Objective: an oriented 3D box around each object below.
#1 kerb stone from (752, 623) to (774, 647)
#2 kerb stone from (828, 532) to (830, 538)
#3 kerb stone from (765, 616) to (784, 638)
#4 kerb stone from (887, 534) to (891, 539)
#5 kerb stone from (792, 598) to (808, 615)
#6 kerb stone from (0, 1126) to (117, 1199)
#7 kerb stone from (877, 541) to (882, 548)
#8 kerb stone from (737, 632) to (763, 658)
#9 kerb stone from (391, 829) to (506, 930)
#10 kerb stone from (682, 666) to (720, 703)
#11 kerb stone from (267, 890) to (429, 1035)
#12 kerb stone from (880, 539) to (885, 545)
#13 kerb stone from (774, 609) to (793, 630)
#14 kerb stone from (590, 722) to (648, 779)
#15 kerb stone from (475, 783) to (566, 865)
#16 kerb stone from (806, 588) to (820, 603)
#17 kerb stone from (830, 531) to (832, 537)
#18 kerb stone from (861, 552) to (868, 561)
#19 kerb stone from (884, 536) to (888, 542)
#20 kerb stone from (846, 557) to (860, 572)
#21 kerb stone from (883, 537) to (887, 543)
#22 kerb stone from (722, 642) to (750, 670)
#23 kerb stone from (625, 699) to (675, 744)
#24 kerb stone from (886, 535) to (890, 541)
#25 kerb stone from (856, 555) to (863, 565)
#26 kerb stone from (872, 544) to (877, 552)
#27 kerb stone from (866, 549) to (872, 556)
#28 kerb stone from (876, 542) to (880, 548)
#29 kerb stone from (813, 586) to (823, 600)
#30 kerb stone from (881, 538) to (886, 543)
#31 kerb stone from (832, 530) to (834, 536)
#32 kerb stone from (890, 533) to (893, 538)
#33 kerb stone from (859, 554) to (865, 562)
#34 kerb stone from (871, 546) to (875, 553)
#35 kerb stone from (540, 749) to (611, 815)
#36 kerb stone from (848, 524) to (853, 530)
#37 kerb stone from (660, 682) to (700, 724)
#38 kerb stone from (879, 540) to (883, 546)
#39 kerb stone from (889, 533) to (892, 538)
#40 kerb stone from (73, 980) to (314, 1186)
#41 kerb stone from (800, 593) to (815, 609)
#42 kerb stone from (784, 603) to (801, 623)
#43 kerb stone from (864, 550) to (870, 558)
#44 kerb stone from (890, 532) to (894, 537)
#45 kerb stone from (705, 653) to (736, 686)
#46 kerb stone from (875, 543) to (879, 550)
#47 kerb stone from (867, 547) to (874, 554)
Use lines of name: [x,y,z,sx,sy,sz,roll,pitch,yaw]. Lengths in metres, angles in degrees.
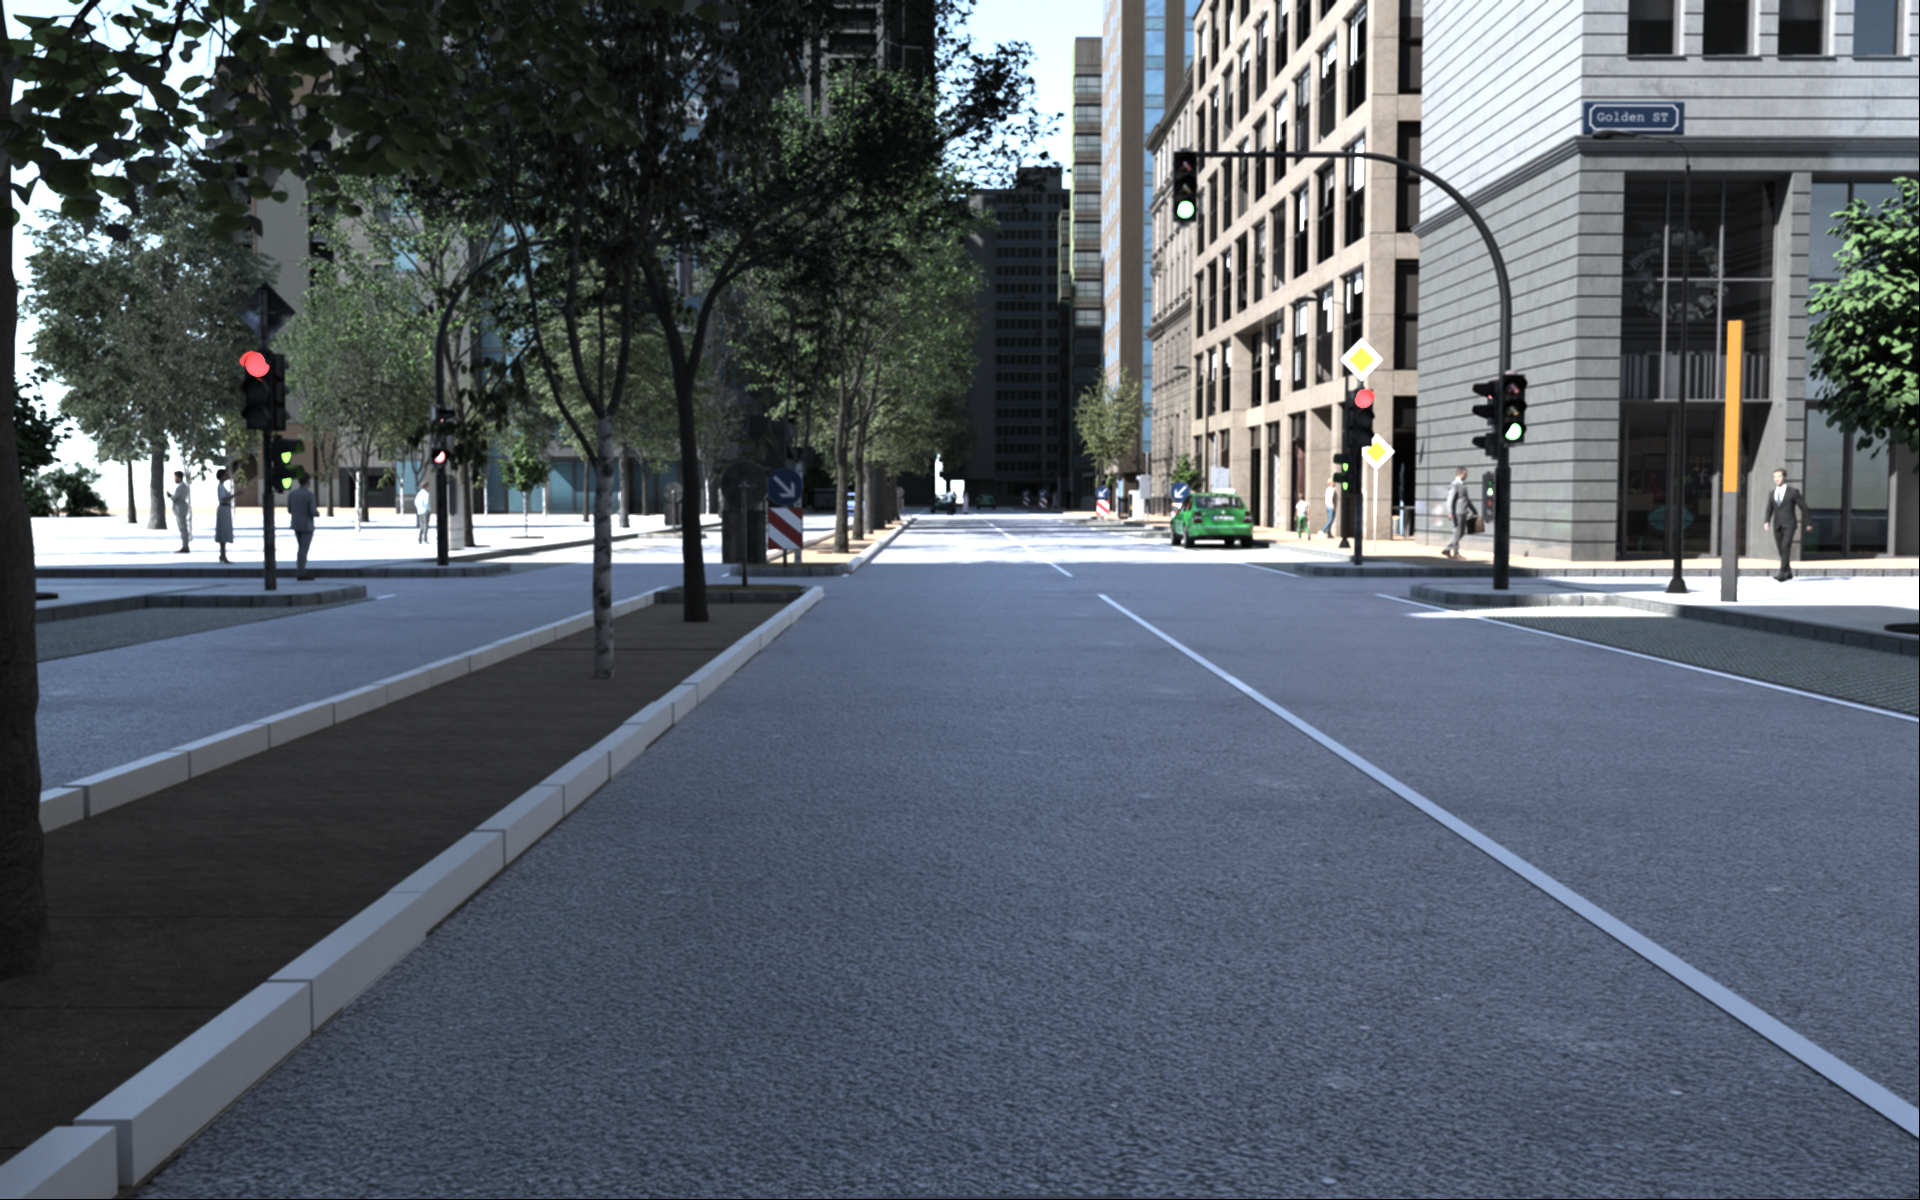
kerb stone: [-1.886,0.358,16.349,0.120,0.150,1.000,0,4,-1]
kerb stone: [-4.360,-2.058,55.850,0.120,0.150,1.000,0,4,-1]
kerb stone: [-1.896,0.297,17.371,0.120,0.150,1.000,0,4,-1]
kerb stone: [-2.218,-1.810,51.789,0.120,0.150,1.000,0,4,-1]
kerb stone: [-1.925,0.107,20.451,0.120,0.150,1.000,0,4,-1]
kerb stone: [-1.768,1.173,3.019,0.120,0.150,1.000,0,4,-1]
kerb stone: [-2.156,-1.367,44.607,0.120,0.150,1.000,0,4,-1]
kerb stone: [-1.882,0.421,15.322,0.120,0.150,1.000,0,4,-1]
kerb stone: [-1.796,0.988,6.101,0.120,0.150,1.000,0,4,-1]
kerb stone: [-1.843,0.608,12.250,0.120,0.150,1.000,0,4,-1]
kerb stone: [-1.776,1.047,5.079,0.120,0.150,1.000,0,4,-1]
kerb stone: [-2.172,-1.496,46.660,0.120,0.150,1.000,0,4,-1]
kerb stone: [-1.905,0.232,18.396,0.120,0.150,1.000,0,4,-1]
kerb stone: [-1.814,0.800,9.175,0.120,0.150,1.000,0,4,-1]
kerb stone: [-1.803,0.922,7.123,0.120,0.150,1.000,0,4,-1]
kerb stone: [-1.948,-0.018,22.516,0.120,0.150,1.000,0,4,-1]
kerb stone: [-4.368,-2.119,56.873,0.120,0.150,1.000,0,4,-1]
kerb stone: [-2.072,-0.868,36.383,0.120,0.150,1.000,0,4,-1]
kerb stone: [-2.206,-1.685,49.739,0.120,0.150,1.000,0,4,-1]
kerb stone: [-2.047,-0.677,33.303,0.120,0.150,1.000,0,4,-1]
kerb stone: [-2.191,-1.622,48.716,0.120,0.150,1.000,0,4,-1]
kerb stone: [-1.869,0.485,14.296,0.120,0.150,1.000,0,4,-1]
kerb stone: [-1.833,0.734,10.197,0.120,0.150,1.000,0,4,-1]
kerb stone: [-2.216,-1.740,50.761,0.120,0.150,1.000,0,4,-1]
kerb stone: [-2.065,-0.740,34.332,0.120,0.150,1.000,0,4,-1]
kerb stone: [-2.128,-1.182,41.541,0.120,0.150,1.000,0,4,-1]
kerb stone: [-2.095,-0.991,38.450,0.120,0.150,1.000,0,4,-1]
kerb stone: [-2.148,-1.308,43.585,0.120,0.150,1.000,0,4,-1]
kerb stone: [-1.955,-0.082,23.539,0.120,0.150,1.000,0,4,-1]
kerb stone: [-2.181,-1.560,47.694,0.120,0.150,1.000,0,4,-1]
kerb stone: [-4.375,-2.183,57.895,0.120,0.150,1.000,0,4,-1]
kerb stone: [-2.241,-1.930,53.841,0.120,0.150,1.000,0,4,-1]
kerb stone: [-2.066,-0.805,35.361,0.120,0.150,1.000,0,4,-1]
kerb stone: [-2.118,-1.120,40.512,0.120,0.150,1.000,0,4,-1]
kerb stone: [-1.810,0.859,8.145,0.120,0.150,1.000,0,4,-1]
kerb stone: [-4.514,-3.062,72.260,0.120,0.150,1.000,0,4,-1]
kerb stone: [-1.834,0.678,11.219,0.120,0.150,1.000,0,4,-1]
kerb stone: [-2.170,-1.434,45.638,0.120,0.150,1.000,0,4,-1]
kerb stone: [-2.236,-1.870,52.816,0.120,0.150,1.000,0,4,-1]
kerb stone: [-1.764,1.110,4.058,0.120,0.150,1.000,0,4,-1]
kerb stone: [-1.933,0.047,21.486,0.120,0.150,1.000,0,4,-1]
kerb stone: [-1.911,0.170,19.418,0.120,0.150,1.000,0,4,-1]
kerb stone: [-2.084,-0.928,37.417,0.120,0.150,1.000,0,4,-1]
kerb stone: [-2.255,-1.998,54.863,0.120,0.150,1.000,0,4,-1]
kerb stone: [-1.853,0.546,13.274,0.120,0.150,1.000,0,4,-1]
kerb stone: [-2.134,-1.243,42.563,0.120,0.150,1.000,0,4,-1]
kerb stone: [-2.104,-1.056,39.479,0.120,0.150,1.000,0,4,-1]
